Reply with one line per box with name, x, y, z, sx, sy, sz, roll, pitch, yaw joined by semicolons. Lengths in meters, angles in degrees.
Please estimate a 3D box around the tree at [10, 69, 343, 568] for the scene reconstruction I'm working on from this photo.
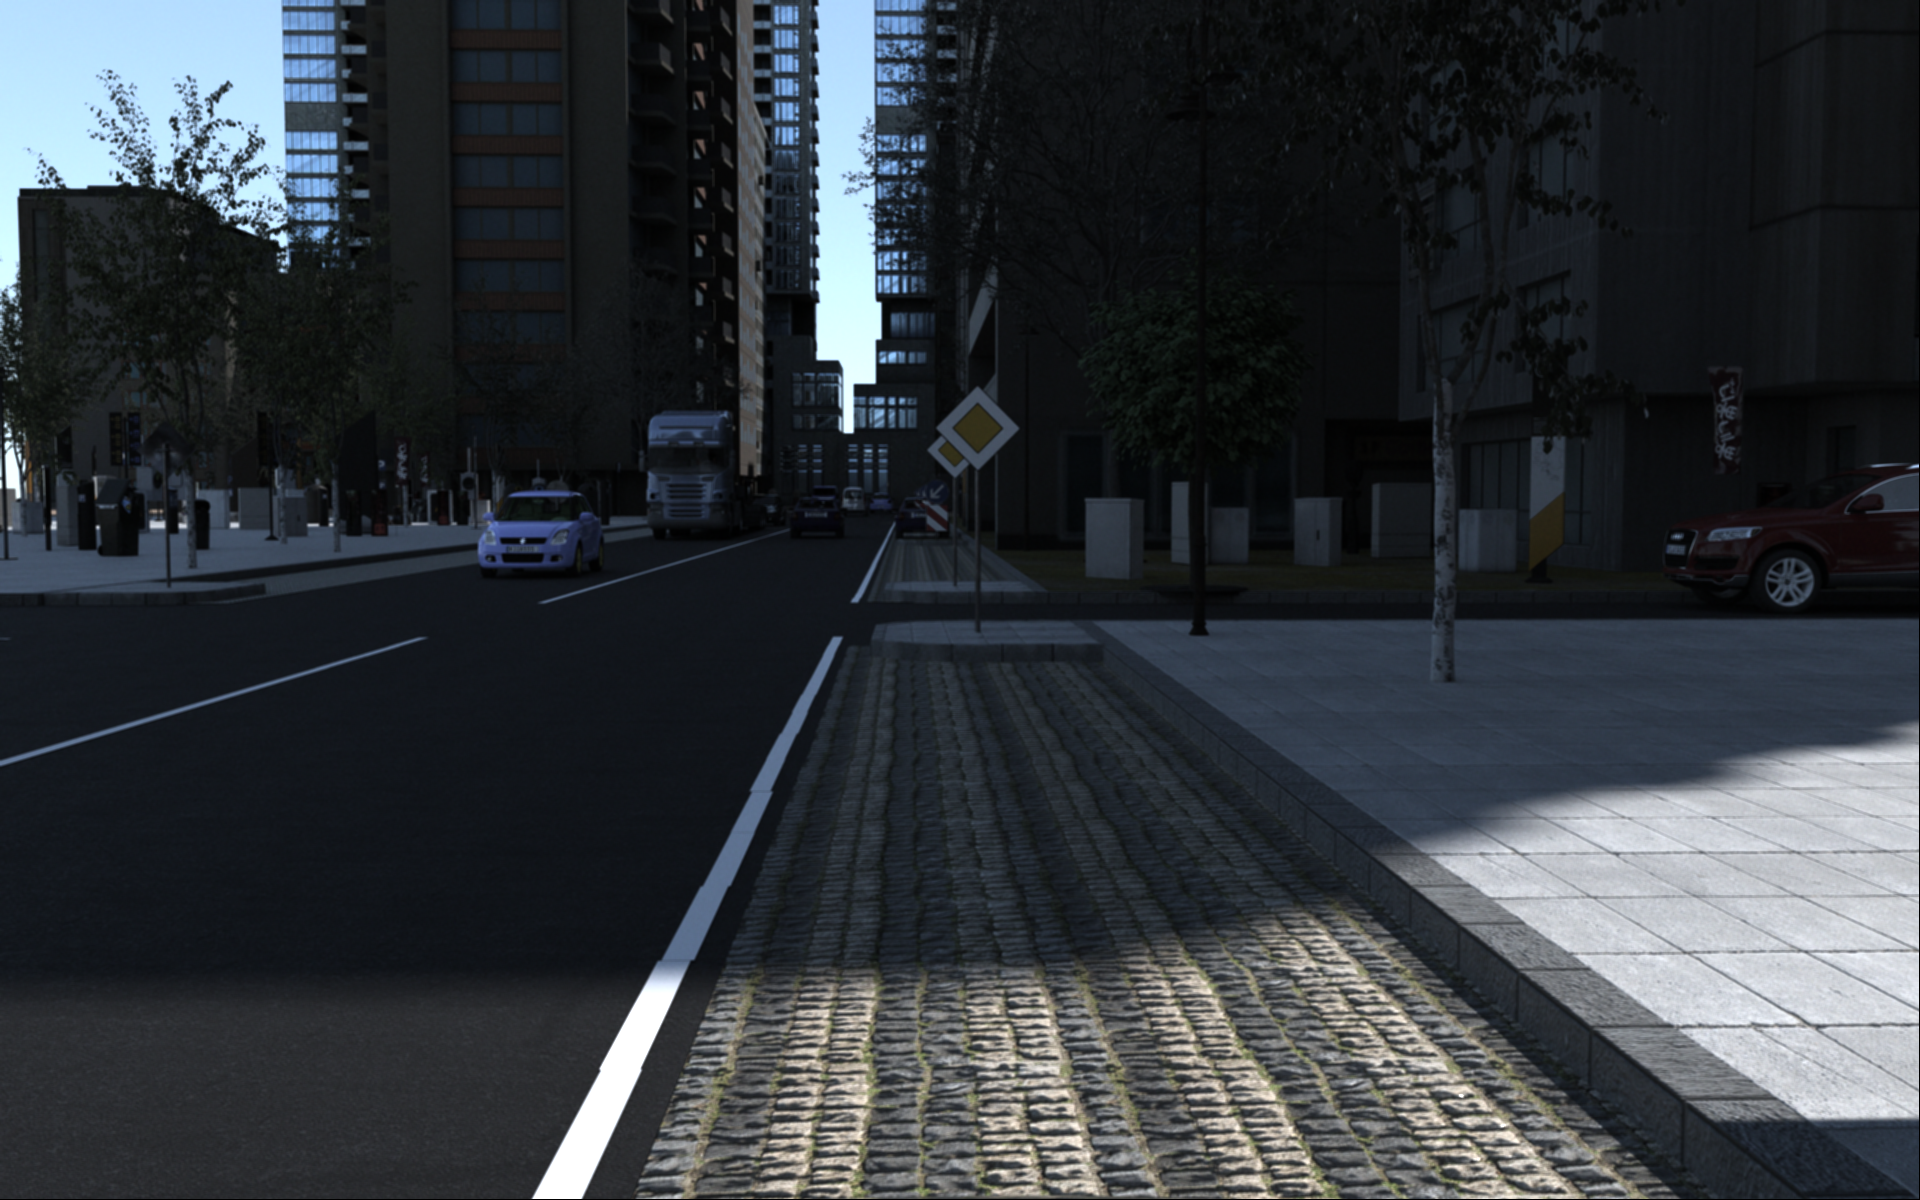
tree;-13.529;-4.851;29.679;4.737;8.622;4.395;0;3;0

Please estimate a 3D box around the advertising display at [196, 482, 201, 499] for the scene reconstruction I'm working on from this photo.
advertising display;-39.998;-5.235;90.808;0.123;1.923;0.974;-3;5;-43

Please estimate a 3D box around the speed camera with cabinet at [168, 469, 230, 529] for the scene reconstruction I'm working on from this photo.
speed camera with cabinet;-28.209;-4.270;64.149;2.038;3.252;0.660;-1;4;-9

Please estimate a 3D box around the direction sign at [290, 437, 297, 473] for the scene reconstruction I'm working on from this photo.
direction sign;-26.861;-4.719;69.146;0.876;3.537;0.379;-2;4;-35

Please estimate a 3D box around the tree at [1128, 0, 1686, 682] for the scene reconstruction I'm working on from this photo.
tree;3.142;-3.736;11.451;4.360;8.622;3.978;0;3;0

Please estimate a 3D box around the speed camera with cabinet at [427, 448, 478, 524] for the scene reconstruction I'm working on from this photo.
speed camera with cabinet;-21.540;-4.843;73.512;2.038;3.252;0.660;-1;4;-12

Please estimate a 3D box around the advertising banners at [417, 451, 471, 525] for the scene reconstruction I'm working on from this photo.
advertising banners;-21.173;-4.577;71.016;2.074;3.025;0.090;-1;4;-15

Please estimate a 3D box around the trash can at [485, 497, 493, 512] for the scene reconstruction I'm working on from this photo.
trash can;-24.058;-4.723;88.875;0.748;1.137;0.748;0;3;0

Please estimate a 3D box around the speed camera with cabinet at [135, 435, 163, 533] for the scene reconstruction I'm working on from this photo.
speed camera with cabinet;-27.065;-3.840;57.113;0.660;3.252;2.038;0;4;2

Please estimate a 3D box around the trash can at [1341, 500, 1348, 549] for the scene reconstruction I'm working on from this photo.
trash can;8.319;-1.661;38.810;0.748;1.137;0.748;0;3;0

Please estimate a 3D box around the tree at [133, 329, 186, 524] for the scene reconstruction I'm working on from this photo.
tree;-33.649;-7.583;74.350;4.360;8.622;3.978;0;3;0

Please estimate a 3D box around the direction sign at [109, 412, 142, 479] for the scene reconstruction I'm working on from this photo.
direction sign;-23.077;-3.422;47.953;0.876;3.537;0.379;0;4;5

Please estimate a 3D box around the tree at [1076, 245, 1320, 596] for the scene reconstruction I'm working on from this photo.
tree;3.189;-2.407;23.072;4.285;4.588;4.351;0;3;0

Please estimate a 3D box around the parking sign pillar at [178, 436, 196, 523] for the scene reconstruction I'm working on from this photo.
parking sign pillar;-34.791;-5.441;77.432;1.447;3.967;1.447;1;4;16

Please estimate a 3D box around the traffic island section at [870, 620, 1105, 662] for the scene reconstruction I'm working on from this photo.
traffic island section;0.186;0.377;16.114;2.009;0.180;2.903;0;4;-2

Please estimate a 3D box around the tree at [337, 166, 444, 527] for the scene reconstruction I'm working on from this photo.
tree;-14.054;-5.366;38.100;4.737;8.622;4.395;0;3;0

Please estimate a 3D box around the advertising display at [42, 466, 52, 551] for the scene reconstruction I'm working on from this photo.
advertising display;-20.813;-2.096;39.485;0.123;1.923;0.974;-2;4;-30

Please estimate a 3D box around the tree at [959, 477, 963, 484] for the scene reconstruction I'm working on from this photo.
tree;0.639;-6.558;101.830;1.663;3.219;1.824;0;3;0

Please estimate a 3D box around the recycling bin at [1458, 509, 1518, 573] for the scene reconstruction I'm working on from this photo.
recycling bin;8.690;-0.977;28.524;0.722;1.027;0.722;-1;4;-8

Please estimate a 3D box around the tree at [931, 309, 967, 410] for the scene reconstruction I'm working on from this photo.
tree;1.062;-7.029;65.288;4.360;8.622;3.978;0;3;0

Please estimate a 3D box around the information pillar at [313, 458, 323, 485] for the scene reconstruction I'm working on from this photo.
information pillar;-34.136;-6.171;92.244;0.504;3.616;0.183;-1;4;-22

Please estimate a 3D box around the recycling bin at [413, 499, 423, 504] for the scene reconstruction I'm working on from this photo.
recycling bin;-26.253;-4.322;83.219;0.722;1.027;0.722;0;4;-4

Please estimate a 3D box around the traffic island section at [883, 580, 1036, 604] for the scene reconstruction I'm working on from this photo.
traffic island section;-0.048;-0.111;24.096;2.009;0.180;2.903;0;4;-2

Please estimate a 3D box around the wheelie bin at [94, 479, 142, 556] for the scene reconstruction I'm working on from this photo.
wheelie bin;-17.460;-1.714;35.933;0.980;1.594;0.693;1;4;20

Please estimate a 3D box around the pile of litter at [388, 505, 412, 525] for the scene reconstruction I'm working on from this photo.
pile of litter;-23.402;-3.518;71.486;1.719;0.858;1.176;-3;4;-37

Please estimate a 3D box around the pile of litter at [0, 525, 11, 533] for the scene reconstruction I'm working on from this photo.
pile of litter;-32.210;-2.645;57.219;1.176;0.858;1.719;3;5;40

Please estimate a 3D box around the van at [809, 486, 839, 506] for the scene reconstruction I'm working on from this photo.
van;-10.020;-7.585;128.391;2.240;2.365;5.245;0;4;-2

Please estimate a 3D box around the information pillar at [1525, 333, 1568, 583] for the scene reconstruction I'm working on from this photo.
information pillar;8.435;-2.050;24.875;0.504;3.616;0.183;2;4;35

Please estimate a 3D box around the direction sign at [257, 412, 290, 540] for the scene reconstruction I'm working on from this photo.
direction sign;-19.156;-3.431;48.099;0.379;3.537;0.876;1;4;19

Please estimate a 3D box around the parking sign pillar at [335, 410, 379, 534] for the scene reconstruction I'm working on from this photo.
parking sign pillar;-19.433;-4.118;55.799;1.447;3.967;1.447;0;4;0

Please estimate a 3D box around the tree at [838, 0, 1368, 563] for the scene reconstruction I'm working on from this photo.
tree;2.851;-7.454;32.238;12.009;13.543;11.850;0;3;0

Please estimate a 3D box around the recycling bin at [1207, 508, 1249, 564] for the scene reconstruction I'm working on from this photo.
recycling bin;4.923;-1.184;31.919;0.722;1.027;0.722;0;4;2

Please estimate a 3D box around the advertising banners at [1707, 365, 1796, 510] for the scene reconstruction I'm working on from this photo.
advertising banners;11.174;-1.683;23.702;2.074;3.025;0.090;0;4;-5

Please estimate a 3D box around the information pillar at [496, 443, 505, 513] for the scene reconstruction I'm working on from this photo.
information pillar;-20.818;-5.326;78.435;0.183;3.616;0.504;2;4;23

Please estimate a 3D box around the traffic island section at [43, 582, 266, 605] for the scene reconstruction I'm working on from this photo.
traffic island section;-10.885;-0.092;23.784;2.009;0.180;2.903;0;4;-2

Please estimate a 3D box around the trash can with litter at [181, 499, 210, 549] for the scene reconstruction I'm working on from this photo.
trash can with litter;-17.775;-1.767;40.283;0.624;1.170;1.055;-2;4;-26

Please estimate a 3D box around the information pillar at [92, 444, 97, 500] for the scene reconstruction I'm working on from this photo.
information pillar;-40.540;-5.492;81.149;0.183;3.616;0.504;-1;4;-15

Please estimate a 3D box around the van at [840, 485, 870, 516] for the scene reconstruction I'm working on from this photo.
van;-6.837;-6.443;112.359;2.013;2.044;4.112;0;4;-1

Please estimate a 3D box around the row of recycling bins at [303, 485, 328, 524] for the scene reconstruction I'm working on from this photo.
row of recycling bins;-28.539;-4.247;76.548;1.069;1.692;3.534;-2;4;-28

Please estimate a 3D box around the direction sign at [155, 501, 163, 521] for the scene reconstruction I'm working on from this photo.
direction sign;-37.748;-5.473;81.485;0.379;3.537;0.876;-1;4;-14

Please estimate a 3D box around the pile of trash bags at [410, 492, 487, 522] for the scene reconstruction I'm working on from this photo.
pile of trash bags;-23.777;-4.330;80.543;3.447;1.369;1.912;-2;4;-25

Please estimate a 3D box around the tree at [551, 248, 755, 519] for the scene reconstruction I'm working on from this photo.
tree;-15.725;-10.846;87.709;12.009;13.543;11.850;0;3;0

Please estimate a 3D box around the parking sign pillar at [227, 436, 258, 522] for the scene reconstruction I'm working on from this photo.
parking sign pillar;-33.361;-5.631;80.545;1.447;3.967;1.447;2;4;34

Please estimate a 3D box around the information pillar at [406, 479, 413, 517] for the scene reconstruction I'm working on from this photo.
information pillar;-26.030;-4.722;81.700;0.304;2.012;0.304;2;4;34

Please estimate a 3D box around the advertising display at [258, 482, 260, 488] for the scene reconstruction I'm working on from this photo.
advertising display;-37.826;-5.381;93.187;0.123;1.923;0.974;0;4;-7

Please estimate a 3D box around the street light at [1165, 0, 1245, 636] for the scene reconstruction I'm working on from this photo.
street light;2.175;-2.618;15.589;0.468;5.910;1.993;0;4;-2

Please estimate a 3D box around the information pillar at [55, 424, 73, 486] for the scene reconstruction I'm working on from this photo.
information pillar;-29.944;-4.074;57.960;0.504;3.616;0.183;-3;4;-37

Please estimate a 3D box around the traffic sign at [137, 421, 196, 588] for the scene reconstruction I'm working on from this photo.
traffic sign;-10.862;-1.228;23.723;0.795;2.450;0.064;0;4;-2

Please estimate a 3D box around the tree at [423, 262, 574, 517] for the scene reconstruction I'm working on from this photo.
tree;-14.837;-6.458;55.952;4.360;8.622;3.978;0;3;0

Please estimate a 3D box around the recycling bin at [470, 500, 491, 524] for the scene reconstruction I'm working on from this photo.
recycling bin;-20.678;-3.801;74.695;0.722;1.027;0.722;0;4;-4

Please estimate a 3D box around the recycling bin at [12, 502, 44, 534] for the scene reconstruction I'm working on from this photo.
recycling bin;-30.180;-2.662;56.076;0.722;1.027;0.722;3;5;39

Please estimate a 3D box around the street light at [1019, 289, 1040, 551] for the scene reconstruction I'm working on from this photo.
street light;1.502;-4.046;38.932;0.468;5.910;1.993;0;4;-2

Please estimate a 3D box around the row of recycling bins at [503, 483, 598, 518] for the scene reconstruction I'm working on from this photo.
row of recycling bins;-15.501;-3.578;65.613;3.534;1.692;1.069;-1;4;-11

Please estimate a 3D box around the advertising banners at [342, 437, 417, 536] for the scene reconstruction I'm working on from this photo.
advertising banners;-17.729;-3.459;52.740;2.074;3.025;0.090;0;4;-7

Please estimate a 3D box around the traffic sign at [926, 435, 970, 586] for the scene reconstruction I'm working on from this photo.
traffic sign;-0.072;-1.246;24.018;0.795;2.450;0.064;0;4;-2

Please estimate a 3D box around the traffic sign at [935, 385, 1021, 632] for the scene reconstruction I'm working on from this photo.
traffic sign;0.163;-0.758;16.036;0.795;2.450;0.064;0;4;-2

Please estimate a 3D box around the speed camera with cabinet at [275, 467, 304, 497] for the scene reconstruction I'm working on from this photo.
speed camera with cabinet;-23.758;-4.103;61.423;0.660;3.252;2.038;-2;4;-32

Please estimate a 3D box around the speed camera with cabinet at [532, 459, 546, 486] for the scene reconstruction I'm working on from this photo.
speed camera with cabinet;-23.221;-6.367;98.441;2.038;3.252;0.660;0;4;1

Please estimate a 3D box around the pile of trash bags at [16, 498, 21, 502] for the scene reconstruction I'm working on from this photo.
pile of trash bags;-53.167;-5.260;95.749;3.447;1.369;1.912;-3;4;-36
